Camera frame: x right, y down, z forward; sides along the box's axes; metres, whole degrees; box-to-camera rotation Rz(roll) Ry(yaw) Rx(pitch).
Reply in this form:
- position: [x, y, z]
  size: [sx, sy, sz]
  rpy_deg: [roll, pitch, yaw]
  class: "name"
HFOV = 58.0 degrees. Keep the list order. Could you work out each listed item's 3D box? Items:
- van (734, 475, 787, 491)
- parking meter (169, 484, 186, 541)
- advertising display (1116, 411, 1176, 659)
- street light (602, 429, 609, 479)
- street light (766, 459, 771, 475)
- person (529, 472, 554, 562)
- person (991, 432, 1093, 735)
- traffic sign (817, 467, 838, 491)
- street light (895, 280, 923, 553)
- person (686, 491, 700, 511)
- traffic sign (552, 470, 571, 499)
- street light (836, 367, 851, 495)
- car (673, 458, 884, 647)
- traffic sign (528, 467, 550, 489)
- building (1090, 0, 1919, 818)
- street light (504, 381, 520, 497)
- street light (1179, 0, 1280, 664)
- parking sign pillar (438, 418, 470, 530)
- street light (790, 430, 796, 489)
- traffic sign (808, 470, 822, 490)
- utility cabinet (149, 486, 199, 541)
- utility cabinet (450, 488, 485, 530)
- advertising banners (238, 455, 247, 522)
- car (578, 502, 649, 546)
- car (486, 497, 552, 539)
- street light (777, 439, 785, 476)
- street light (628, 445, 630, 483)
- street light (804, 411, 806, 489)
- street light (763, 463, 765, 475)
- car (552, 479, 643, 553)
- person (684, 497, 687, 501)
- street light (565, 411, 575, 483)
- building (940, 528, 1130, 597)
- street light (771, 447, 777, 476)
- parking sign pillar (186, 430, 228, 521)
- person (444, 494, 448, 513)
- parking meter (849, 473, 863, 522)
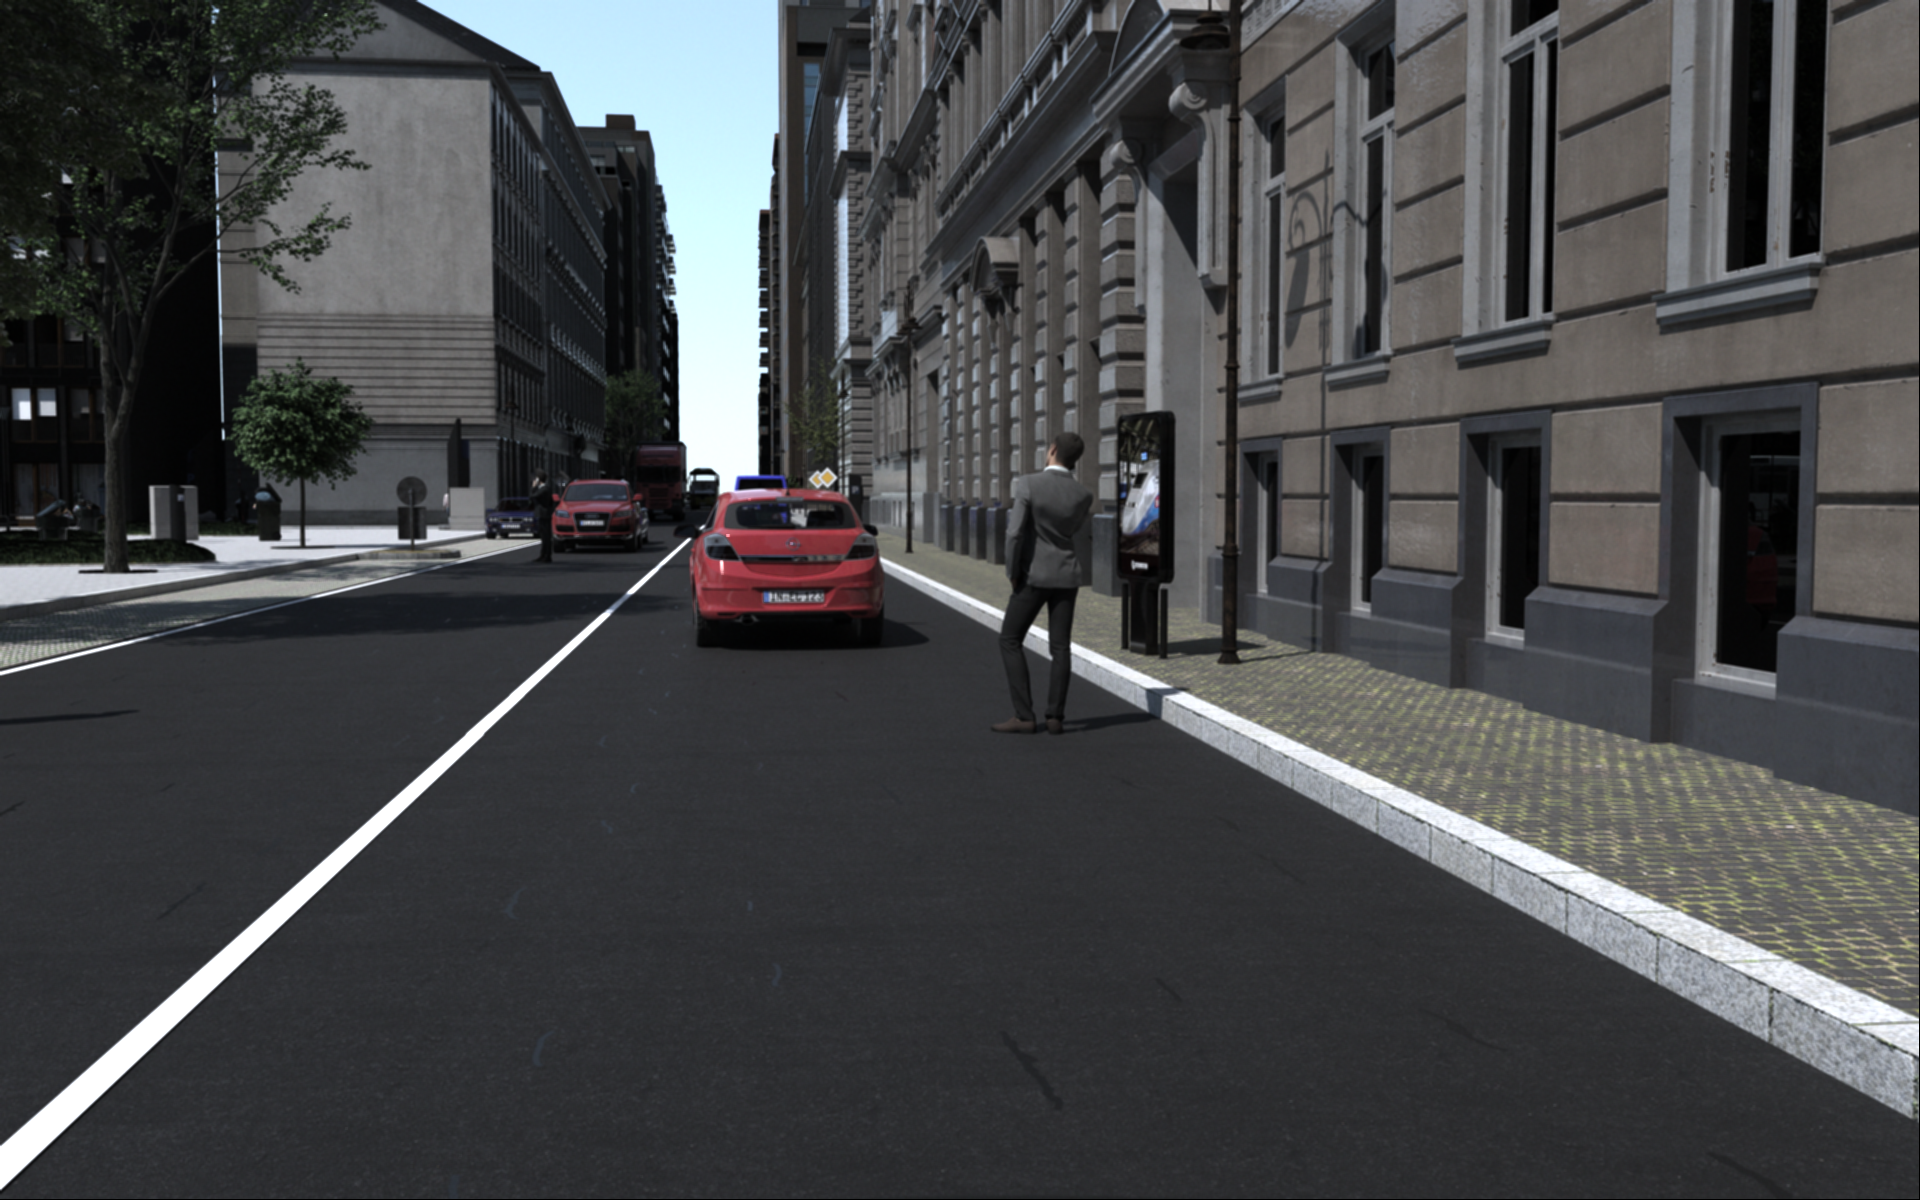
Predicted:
- position: [-6.781, -3.339, 58.973]
  size: [2.240, 2.365, 5.245]
  rpy_deg: [0, 4, -7]
  class: "van"
- position: [-20.409, -2.250, 45.193]
  size: [0.372, 1.533, 0.369]
  rpy_deg: [0, 3, 0]
  class: "parking meter"
- position: [1.477, -0.528, 13.852]
  size: [0.123, 1.923, 0.974]
  rpy_deg: [-1, 4, -15]
  class: "advertising display"
- position: [-24.758, -9.068, 121.047]
  size: [0.468, 5.910, 1.993]
  rpy_deg: [0, 4, -7]
  class: "street light"
- position: [-21.444, -13.701, 196.791]
  size: [0.468, 5.910, 1.993]
  rpy_deg: [0, 4, -7]
  class: "street light"
- position: [-8.801, -1.744, 36.378]
  size: [0.474, 1.900, 0.648]
  rpy_deg: [0, 4, -7]
  class: "person"
- position: [0.493, -0.105, 10.401]
  size: [0.592, 1.802, 0.473]
  rpy_deg: [-1, 4, -10]
  class: "person"
- position: [-4.908, -3.701, 64.162]
  size: [0.795, 2.450, 0.064]
  rpy_deg: [0, 4, -7]
  class: "traffic sign"
- position: [-1.111, -3.968, 37.669]
  size: [0.468, 5.910, 1.993]
  rpy_deg: [0, 4, -7]
  class: "street light"
- position: [-22.784, -8.481, 147.880]
  size: [1.217, 1.735, 0.721]
  rpy_deg: [-1, 4, -21]
  class: "person"
- position: [-16.283, -4.107, 70.785]
  size: [0.795, 2.450, 0.064]
  rpy_deg: [0, 4, -7]
  class: "traffic sign"
- position: [-4.253, -5.523, 63.083]
  size: [0.468, 5.910, 1.993]
  rpy_deg: [0, 4, -7]
  class: "street light"
- position: [-1.861, -0.539, 17.848]
  size: [2.155, 1.783, 4.494]
  rpy_deg: [-1, 4, -9]
  class: "car"
- position: [-15.271, -3.622, 62.864]
  size: [0.795, 2.450, 0.064]
  rpy_deg: [0, 4, -7]
  class: "traffic sign"
- position: [9.460, -13.754, 10.782]
  size: [13.634, 28.700, 20.117]
  rpy_deg: [0, 4, -7]
  class: "building"
- position: [-18.364, -6.014, 71.121]
  size: [0.468, 5.910, 1.993]
  rpy_deg: [0, 4, -7]
  class: "street light"
- position: [2.041, -2.457, 12.953]
  size: [0.468, 5.910, 1.993]
  rpy_deg: [0, 4, -7]
  class: "street light"
- position: [-18.045, -4.516, 62.306]
  size: [1.447, 3.967, 1.447]
  rpy_deg: [-2, 4, -32]
  class: "parking sign pillar"
- position: [-11.675, -9.089, 121.394]
  size: [0.468, 5.910, 1.993]
  rpy_deg: [0, 4, -7]
  class: "street light"
- position: [-5.920, -4.186, 72.083]
  size: [0.795, 2.450, 0.064]
  rpy_deg: [0, 4, -7]
  class: "traffic sign"
- position: [-21.284, -2.339, 46.925]
  size: [0.318, 1.500, 1.173]
  rpy_deg: [3, 5, 41]
  class: "utility cabinet"
- position: [-17.300, -3.190, 60.835]
  size: [1.173, 1.500, 0.318]
  rpy_deg: [-1, 4, -14]
  class: "utility cabinet"
- position: [-30.008, -4.659, 72.370]
  size: [0.090, 3.025, 2.074]
  rpy_deg: [-1, 4, -15]
  class: "advertising banners"
- position: [-9.897, -2.298, 49.569]
  size: [2.014, 1.417, 4.499]
  rpy_deg: [0, 4, -6]
  class: "car"
- position: [-14.232, -2.658, 56.043]
  size: [1.945, 1.354, 3.894]
  rpy_deg: [0, 4, -6]
  class: "car"
- position: [-14.972, -10.612, 146.296]
  size: [0.468, 5.910, 1.993]
  rpy_deg: [0, 4, -7]
  class: "street light"
- position: [-28.102, -10.648, 146.878]
  size: [0.468, 5.910, 1.993]
  rpy_deg: [0, 4, -7]
  class: "street light"
- position: [-8.625, -7.577, 96.665]
  size: [0.468, 5.910, 1.993]
  rpy_deg: [0, 4, -7]
  class: "street light"
- position: [-24.668, -15.257, 222.238]
  size: [0.468, 5.910, 1.993]
  rpy_deg: [0, 4, -7]
  class: "street light"
- position: [-9.158, -2.157, 43.936]
  size: [2.281, 1.827, 5.304]
  rpy_deg: [0, 4, -8]
  class: "car"
- position: [-35.142, -12.993, 221.618]
  size: [0.721, 1.739, 1.217]
  rpy_deg: [0, 4, 5]
  class: "person"
- position: [-21.660, -7.550, 96.224]
  size: [0.468, 5.910, 1.993]
  rpy_deg: [0, 4, -7]
  class: "street light"
- position: [5.466, -12.337, 30.588]
  size: [11.050, 23.489, 19.941]
  rpy_deg: [0, 4, -7]
  class: "building"
- position: [-18.215, -12.189, 172.084]
  size: [0.468, 5.910, 1.993]
  rpy_deg: [0, 4, -7]
  class: "street light"
- position: [-31.676, -5.125, 72.263]
  size: [1.447, 3.967, 1.447]
  rpy_deg: [1, 4, 12]
  class: "parking sign pillar"
- position: [-19.444, -3.507, 66.516]
  size: [0.731, 1.740, 0.598]
  rpy_deg: [-1, 4, -18]
  class: "person"
- position: [-2.905, -2.610, 48.377]
  size: [0.399, 1.863, 0.255]
  rpy_deg: [0, 4, -1]
  class: "parking meter"
